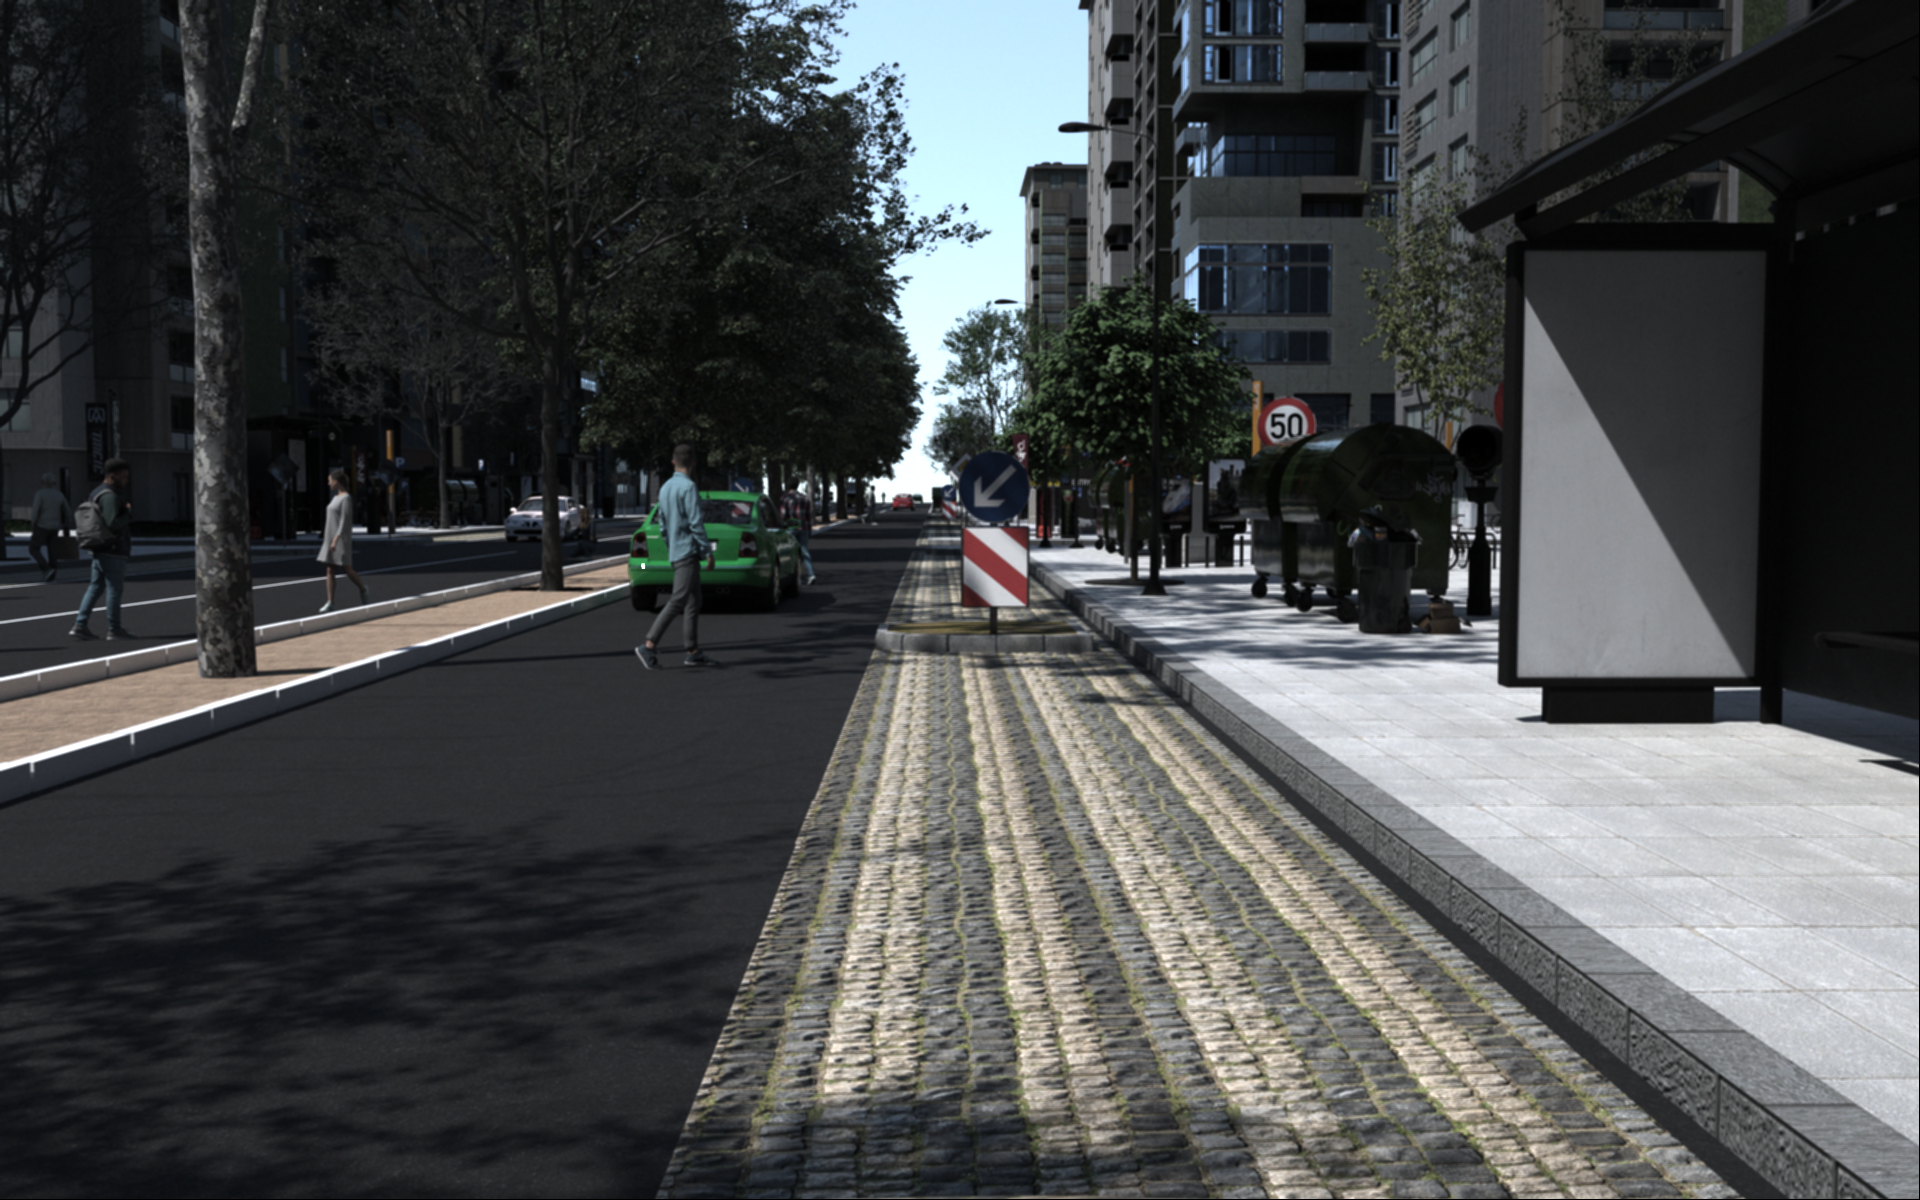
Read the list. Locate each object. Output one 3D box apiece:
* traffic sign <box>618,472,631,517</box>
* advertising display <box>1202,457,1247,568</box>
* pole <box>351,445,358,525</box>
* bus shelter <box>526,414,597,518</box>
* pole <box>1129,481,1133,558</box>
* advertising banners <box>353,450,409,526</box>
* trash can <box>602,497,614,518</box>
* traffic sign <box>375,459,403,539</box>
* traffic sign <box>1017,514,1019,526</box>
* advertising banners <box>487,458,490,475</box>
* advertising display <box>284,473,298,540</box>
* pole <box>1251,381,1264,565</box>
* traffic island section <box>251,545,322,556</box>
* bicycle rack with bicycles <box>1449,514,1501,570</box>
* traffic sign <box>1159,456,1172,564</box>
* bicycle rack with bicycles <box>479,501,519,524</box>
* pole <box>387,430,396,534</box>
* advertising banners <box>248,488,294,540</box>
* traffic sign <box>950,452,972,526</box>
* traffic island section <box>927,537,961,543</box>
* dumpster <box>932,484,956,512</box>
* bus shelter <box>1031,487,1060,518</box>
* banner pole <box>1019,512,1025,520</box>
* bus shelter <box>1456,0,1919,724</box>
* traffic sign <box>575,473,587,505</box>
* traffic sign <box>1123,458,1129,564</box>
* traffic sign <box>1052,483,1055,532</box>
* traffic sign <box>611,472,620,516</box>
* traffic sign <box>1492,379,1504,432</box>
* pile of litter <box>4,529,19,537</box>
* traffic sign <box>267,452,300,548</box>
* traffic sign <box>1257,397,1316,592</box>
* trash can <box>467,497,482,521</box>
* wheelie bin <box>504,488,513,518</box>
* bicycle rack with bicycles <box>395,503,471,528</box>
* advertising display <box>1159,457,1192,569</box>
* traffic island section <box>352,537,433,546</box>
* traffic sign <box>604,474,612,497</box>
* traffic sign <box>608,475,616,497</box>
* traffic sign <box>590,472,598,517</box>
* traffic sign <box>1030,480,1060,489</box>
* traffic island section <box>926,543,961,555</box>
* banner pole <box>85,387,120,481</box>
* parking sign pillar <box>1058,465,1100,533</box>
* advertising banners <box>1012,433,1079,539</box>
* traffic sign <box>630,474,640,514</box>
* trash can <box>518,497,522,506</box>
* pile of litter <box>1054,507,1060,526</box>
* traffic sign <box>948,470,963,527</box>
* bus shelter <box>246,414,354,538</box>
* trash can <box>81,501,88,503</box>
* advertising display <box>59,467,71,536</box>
[{"bbox_3d":[-18.989,-5.988,98.010,0.768,2.556,0.104,0,4,3],"label":"traffic sign"},{"bbox_3d":[4.638,-1.536,30.333,0.974,1.923,0.123,-3,4,-37],"label":"advertising display"},{"bbox_3d":[-25.348,-4.810,72.480,0.158,3.312,0.155,0,3,0],"label":"pole"},{"bbox_3d":[-20.754,-6.865,89.880,2.179,5.291,8.768,0,4,-1],"label":"bus shelter"},{"bbox_3d":[3.432,-2.503,34.775,0.158,3.312,0.155,0,3,0],"label":"pole"},{"bbox_3d":[-23.329,-4.501,69.774,2.074,3.025,0.090,-1,4,-14],"label":"advertising banners"},{"bbox_3d":[-18.673,-4.909,91.910,0.748,1.137,0.748,0,3,0],"label":"trash can"},{"bbox_3d":[-16.296,-2.801,49.444,0.795,2.450,0.064,0,4,-1],"label":"traffic sign"},{"bbox_3d":[1.928,-3.495,57.155,0.884,2.594,0.081,0,4,6],"label":"traffic sign"},{"bbox_3d":[-22.812,-5.409,84.625,0.090,3.025,2.074,0,4,1],"label":"advertising banners"},{"bbox_3d":[-18.957,-2.681,49.054,0.123,1.923,0.974,-2,4,-35],"label":"advertising display"},{"bbox_3d":[5.381,-2.293,31.340,0.158,3.312,0.155,0,3,0],"label":"pole"},{"bbox_3d":[-16.209,-1.177,41.521,2.009,0.180,2.903,0,4,-1],"label":"traffic island section"},{"bbox_3d":[7.996,-1.022,30.090,2.852,0.926,2.925,-1,4,-12],"label":"bicycle rack with bicycles"},{"bbox_3d":[3.668,-1.930,31.663,0.768,2.556,0.104,0,4,1],"label":"traffic sign"},{"bbox_3d":[-20.369,-3.776,75.115,2.852,0.926,2.925,-2,4,-24],"label":"bicycle rack with bicycles"},{"bbox_3d":[-18.208,-3.766,55.416,0.158,3.312,0.155,0,3,0],"label":"pole"},{"bbox_3d":[-19.652,-3.188,48.306,2.074,3.025,0.090,0,4,1],"label":"advertising banners"},{"bbox_3d":[0.157,-2.325,41.663,0.795,2.450,0.064,0,4,-1],"label":"traffic sign"},{"bbox_3d":[0.071,-1.679,49.725,2.009,0.180,2.903,0,4,-1],"label":"traffic island section"},{"bbox_3d":[-1.258,-8.101,137.408,1.985,2.255,1.502,0,4,-2],"label":"dumpster"},{"bbox_3d":[4.278,-6.299,80.620,2.179,5.291,8.768,0,4,-1],"label":"bus shelter"},{"bbox_3d":[2.814,-5.880,86.147,0.863,3.779,0.401,2,4,30],"label":"banner pole"},{"bbox_3d":[3.845,-0.808,7.130,2.014,3.302,5.546,0,4,-1],"label":"bus shelter"},{"bbox_3d":[-18.503,-5.041,84.558,0.606,2.300,0.079,0,4,2],"label":"traffic sign"},{"bbox_3d":[3.070,-1.942,31.864,0.768,2.556,0.104,0,4,8],"label":"traffic sign"},{"bbox_3d":[3.178,-3.599,58.954,0.768,2.556,0.104,1,4,9],"label":"traffic sign"},{"bbox_3d":[-19.733,-6.086,99.614,0.768,2.556,0.104,0,4,7],"label":"traffic sign"},{"bbox_3d":[5.722,-1.061,17.457,0.768,2.556,0.104,0,3,0],"label":"traffic sign"},{"bbox_3d":[-28.900,-2.303,51.617,1.719,0.858,1.176,2,4,26],"label":"pile of litter"},{"bbox_3d":[-16.186,-2.313,41.459,0.795,2.450,0.064,0,4,-1],"label":"traffic sign"},{"bbox_3d":[4.274,-1.384,22.736,0.768,2.556,0.104,1,4,8],"label":"traffic sign"},{"bbox_3d":[-21.772,-4.028,77.516,0.748,1.137,0.748,0,3,0],"label":"trash can"},{"bbox_3d":[-24.240,-5.182,92.630,0.693,1.594,0.980,0,4,2],"label":"wheelie bin"},{"bbox_3d":[-20.129,-3.211,65.889,2.925,0.926,2.852,-1,4,-12],"label":"bicycle rack with bicycles"},{"bbox_3d":[3.718,-1.522,30.106,0.123,1.923,0.974,3,5,41],"label":"advertising display"},{"bbox_3d":[-16.319,-1.665,49.505,2.009,0.180,2.903,0,4,-1],"label":"traffic island section"},{"bbox_3d":[-22.480,-6.799,111.275,0.768,2.556,0.104,0,4,3],"label":"traffic sign"},{"bbox_3d":[-22.198,-6.780,110.959,0.768,2.556,0.104,0,4,3],"label":"traffic sign"},{"bbox_3d":[-20.459,-5.864,95.982,0.768,2.556,0.104,0,4,4],"label":"traffic sign"},{"bbox_3d":[3.577,-4.182,62.255,2.265,3.308,0.079,0,4,8],"label":"traffic sign"},{"bbox_3d":[0.180,-1.190,41.740,2.009,0.180,2.903,0,4,-1],"label":"traffic island section"},{"bbox_3d":[-20.683,-3.175,41.922,0.863,3.779,0.401,-2,4,-27],"label":"banner pole"},{"bbox_3d":[3.946,-4.195,57.055,1.447,3.967,1.447,2,4,32],"label":"parking sign pillar"},{"bbox_3d":[2.442,-3.275,49.738,2.074,3.025,0.090,2,4,24],"label":"advertising banners"},{"bbox_3d":[-20.885,-6.790,111.130,0.768,2.556,0.104,0,4,3],"label":"traffic sign"},{"bbox_3d":[-22.313,-4.721,88.841,0.748,1.137,0.748,0,3,0],"label":"trash can"},{"bbox_3d":[4.007,-3.447,70.327,1.176,0.858,1.719,0,4,4],"label":"pile of litter"},{"bbox_3d":[0.047,-2.814,49.647,0.795,2.450,0.064,0,4,-1],"label":"traffic sign"},{"bbox_3d":[-20.811,-3.846,54.164,1.731,3.624,6.357,0,4,-1],"label":"bus shelter"},{"bbox_3d":[-18.999,-1.627,38.260,0.748,1.137,0.748,0,3,0],"label":"trash can"},{"bbox_3d":[-21.195,-2.192,41.047,0.123,1.923,0.974,-1,4,-22],"label":"advertising display"}]
